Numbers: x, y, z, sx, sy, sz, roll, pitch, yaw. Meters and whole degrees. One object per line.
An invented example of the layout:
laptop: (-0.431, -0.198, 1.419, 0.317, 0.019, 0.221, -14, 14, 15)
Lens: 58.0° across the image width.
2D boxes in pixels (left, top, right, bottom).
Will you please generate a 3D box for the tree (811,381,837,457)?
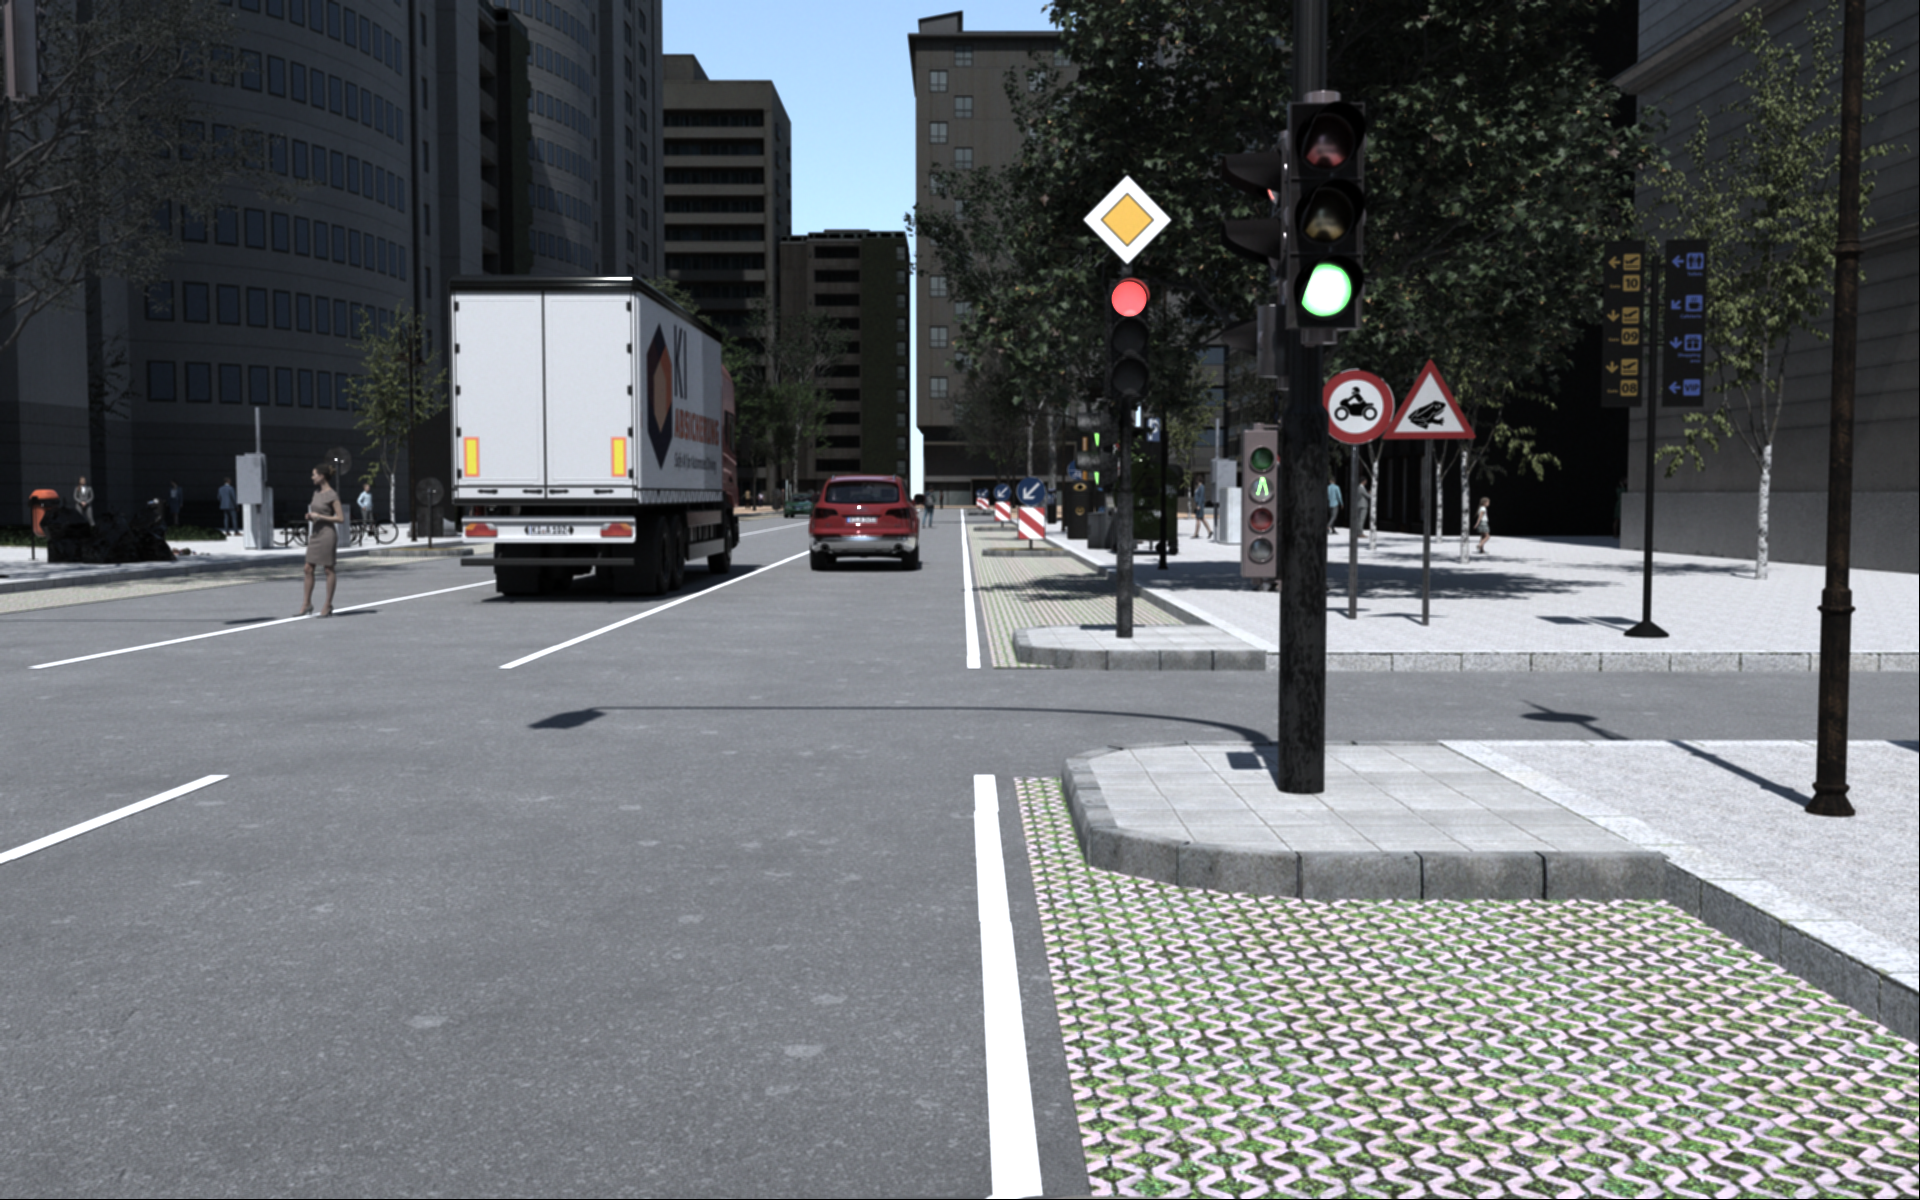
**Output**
tree: (-14.850, -13.799, 151.372, 9.928, 11.665, 9.643, 0, 3, 0)

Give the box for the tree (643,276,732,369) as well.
tree: (-15.394, -10.547, 90.567, 7.486, 12.596, 7.792, 0, 3, 0)

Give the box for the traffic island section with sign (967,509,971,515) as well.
traffic island section with sign: (1.538, -6.673, 117.732, 1.989, 1.847, 2.006, 0, 3, 0)

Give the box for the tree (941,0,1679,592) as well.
tree: (4.534, -6.464, 22.693, 9.611, 12.733, 9.660, 0, 3, 0)

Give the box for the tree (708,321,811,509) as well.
tree: (-15.928, -10.913, 104.179, 9.928, 11.665, 9.643, 0, 3, 0)

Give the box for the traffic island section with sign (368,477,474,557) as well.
traffic island section with sign: (-12.403, -1.926, 40.119, 1.989, 1.847, 2.006, 0, 3, 0)

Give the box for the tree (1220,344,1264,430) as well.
tree: (11.406, -6.953, 64.036, 4.360, 8.622, 3.978, 0, 3, 0)

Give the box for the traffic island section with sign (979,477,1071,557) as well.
traffic island section with sign: (1.511, -1.925, 40.103, 1.989, 1.847, 2.006, 0, 3, 0)

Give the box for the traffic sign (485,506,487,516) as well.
traffic sign: (-17.203, -3.830, 62.724, 0.768, 2.556, 0.104, 1, 4, 9)

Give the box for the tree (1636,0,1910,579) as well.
tree: (12.024, -4.631, 26.084, 4.737, 8.622, 4.395, 0, 3, 0)

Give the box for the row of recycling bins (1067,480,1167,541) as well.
row of recycling bins: (4.509, -2.530, 48.483, 3.534, 1.692, 1.069, 3, 5, 39)

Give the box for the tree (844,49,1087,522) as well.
tree: (3.057, -13.511, 76.799, 12.611, 20.169, 13.585, 0, 3, 0)

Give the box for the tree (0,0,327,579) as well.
tree: (-14.953, -7.065, 25.875, 12.009, 13.543, 11.850, 0, 3, 0)

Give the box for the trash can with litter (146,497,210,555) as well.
trash can with litter: (-16.851, -1.563, 36.619, 2.233, 1.210, 1.678, 2, 4, 30)

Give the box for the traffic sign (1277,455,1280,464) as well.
traffic sign: (6.610, -2.297, 37.559, 0.884, 2.594, 0.081, 0, 4, 7)

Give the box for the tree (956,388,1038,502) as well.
tree: (3.633, -14.756, 167.023, 9.928, 11.665, 9.643, 0, 3, 0)

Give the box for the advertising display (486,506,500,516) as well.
advertising display: (-17.372, -3.618, 64.361, 0.123, 1.923, 0.974, -3, 5, -39)

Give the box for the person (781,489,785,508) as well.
person: (-16.571, -9.502, 161.957, 0.434, 1.755, 0.990, -1, 4, -15)

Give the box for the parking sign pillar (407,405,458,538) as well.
parking sign pillar: (-15.694, -3.850, 51.412, 1.447, 3.967, 1.447, -1, 4, -17)

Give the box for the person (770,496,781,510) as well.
person: (-14.951, -8.257, 141.145, 0.705, 1.812, 1.348, 2, 4, 31)

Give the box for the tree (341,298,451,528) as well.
tree: (-21.543, -7.065, 65.879, 4.737, 8.622, 4.395, 0, 3, 0)

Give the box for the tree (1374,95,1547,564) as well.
tree: (9.308, -4.959, 31.434, 4.737, 8.622, 4.395, 0, 3, 0)

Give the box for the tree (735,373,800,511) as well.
tree: (-15.457, -12.104, 132.317, 7.601, 10.594, 8.767, -3, 5, -44)

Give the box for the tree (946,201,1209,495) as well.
tree: (3.925, -7.159, 51.467, 7.601, 10.594, 8.767, 2, 4, 34)

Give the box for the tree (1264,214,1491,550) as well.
tree: (9.463, -5.468, 39.770, 4.360, 8.622, 3.978, 0, 3, 0)

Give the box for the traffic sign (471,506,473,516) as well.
traffic sign: (-15.152, -3.595, 52.643, 2.265, 3.308, 0.079, 0, 4, 4)

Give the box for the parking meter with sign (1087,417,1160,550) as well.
parking meter with sign: (3.736, -2.678, 40.049, 1.738, 3.016, 0.543, 3, 5, 40)

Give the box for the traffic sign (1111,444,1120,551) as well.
traffic sign: (3.410, -2.366, 38.685, 0.884, 2.594, 0.081, 0, 4, 1)

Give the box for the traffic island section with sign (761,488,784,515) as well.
traffic island section with sign: (-12.377, -6.645, 117.274, 1.989, 1.847, 2.006, 0, 3, 0)

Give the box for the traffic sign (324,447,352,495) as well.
traffic sign: (-16.760, -2.847, 46.655, 0.768, 2.556, 0.104, 0, 4, 4)

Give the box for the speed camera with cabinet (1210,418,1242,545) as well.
speed camera with cabinet: (6.962, -3.080, 44.686, 0.660, 3.252, 2.038, 0, 4, -4)

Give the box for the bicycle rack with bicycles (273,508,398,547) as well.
bicycle rack with bicycles: (-15.839, -1.835, 43.378, 2.925, 0.926, 2.852, 0, 4, -4)

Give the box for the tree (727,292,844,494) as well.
tree: (-16.655, -18.782, 162.966, 12.611, 20.169, 13.585, 0, 3, 0)

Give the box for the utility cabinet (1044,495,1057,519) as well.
utility cabinet: (4.521, -4.767, 89.107, 1.020, 1.237, 0.306, -3, 4, -38)

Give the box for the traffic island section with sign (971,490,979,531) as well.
traffic island section with sign: (1.521, -3.574, 67.059, 1.989, 1.847, 2.006, 0, 3, 0)

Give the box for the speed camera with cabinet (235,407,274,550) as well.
speed camera with cabinet: (-16.367, -2.803, 40.163, 0.660, 3.252, 2.038, -1, 4, -15)

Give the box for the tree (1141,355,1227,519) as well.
tree: (11.444, -8.415, 87.940, 4.737, 8.622, 4.395, 0, 3, 0)

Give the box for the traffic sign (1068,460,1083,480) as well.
traffic sign: (4.347, -3.901, 63.880, 0.768, 2.556, 0.104, 0, 4, 1)

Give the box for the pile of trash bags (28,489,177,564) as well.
pile of trash bags: (-16.707, -1.433, 33.179, 3.447, 1.369, 1.912, 2, 4, 30)

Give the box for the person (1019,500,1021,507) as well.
person: (5.992, -9.900, 171.092, 0.721, 1.735, 1.217, 2, 4, 29)

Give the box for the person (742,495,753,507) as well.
person: (-21.220, -10.006, 172.885, 1.217, 1.735, 0.721, 1, 4, 11)

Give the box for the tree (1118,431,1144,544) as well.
tree: (4.234, -3.075, 44.876, 1.663, 3.219, 1.824, 0, 3, 0)

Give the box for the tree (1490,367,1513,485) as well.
tree: (12.489, -5.767, 44.648, 4.360, 8.622, 3.978, 0, 3, 0)

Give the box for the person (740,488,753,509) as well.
person: (-18.172, -8.701, 148.405, 1.348, 1.812, 0.705, 0, 4, -5)

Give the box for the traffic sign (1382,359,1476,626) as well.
traffic sign: (4.540, -1.029, 16.822, 0.884, 2.594, 0.081, 0, 4, 6)

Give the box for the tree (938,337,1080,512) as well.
tree: (3.439, -13.207, 126.306, 12.009, 13.543, 11.850, 0, 3, 0)

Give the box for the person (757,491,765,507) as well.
person: (-19.601, -9.866, 170.744, 0.756, 1.711, 0.436, -1, 4, -9)

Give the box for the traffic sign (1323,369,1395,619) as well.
traffic sign: (4.032, -1.077, 17.709, 0.768, 2.556, 0.104, 1, 4, 10)

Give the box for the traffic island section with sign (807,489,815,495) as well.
traffic island section with sign: (-12.358, -8.294, 144.230, 1.989, 1.847, 2.006, 0, 3, 0)

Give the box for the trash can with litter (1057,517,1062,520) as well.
trash can with litter: (5.472, -4.624, 86.654, 1.678, 1.210, 2.233, 1, 4, 22)

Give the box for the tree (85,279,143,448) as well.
tree: (-29.638, -6.547, 57.403, 4.360, 8.622, 3.978, 0, 3, 0)

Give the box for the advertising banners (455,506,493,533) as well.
advertising banners: (-15.933, -3.728, 57.133, 2.074, 3.025, 0.090, 0, 4, 5)
